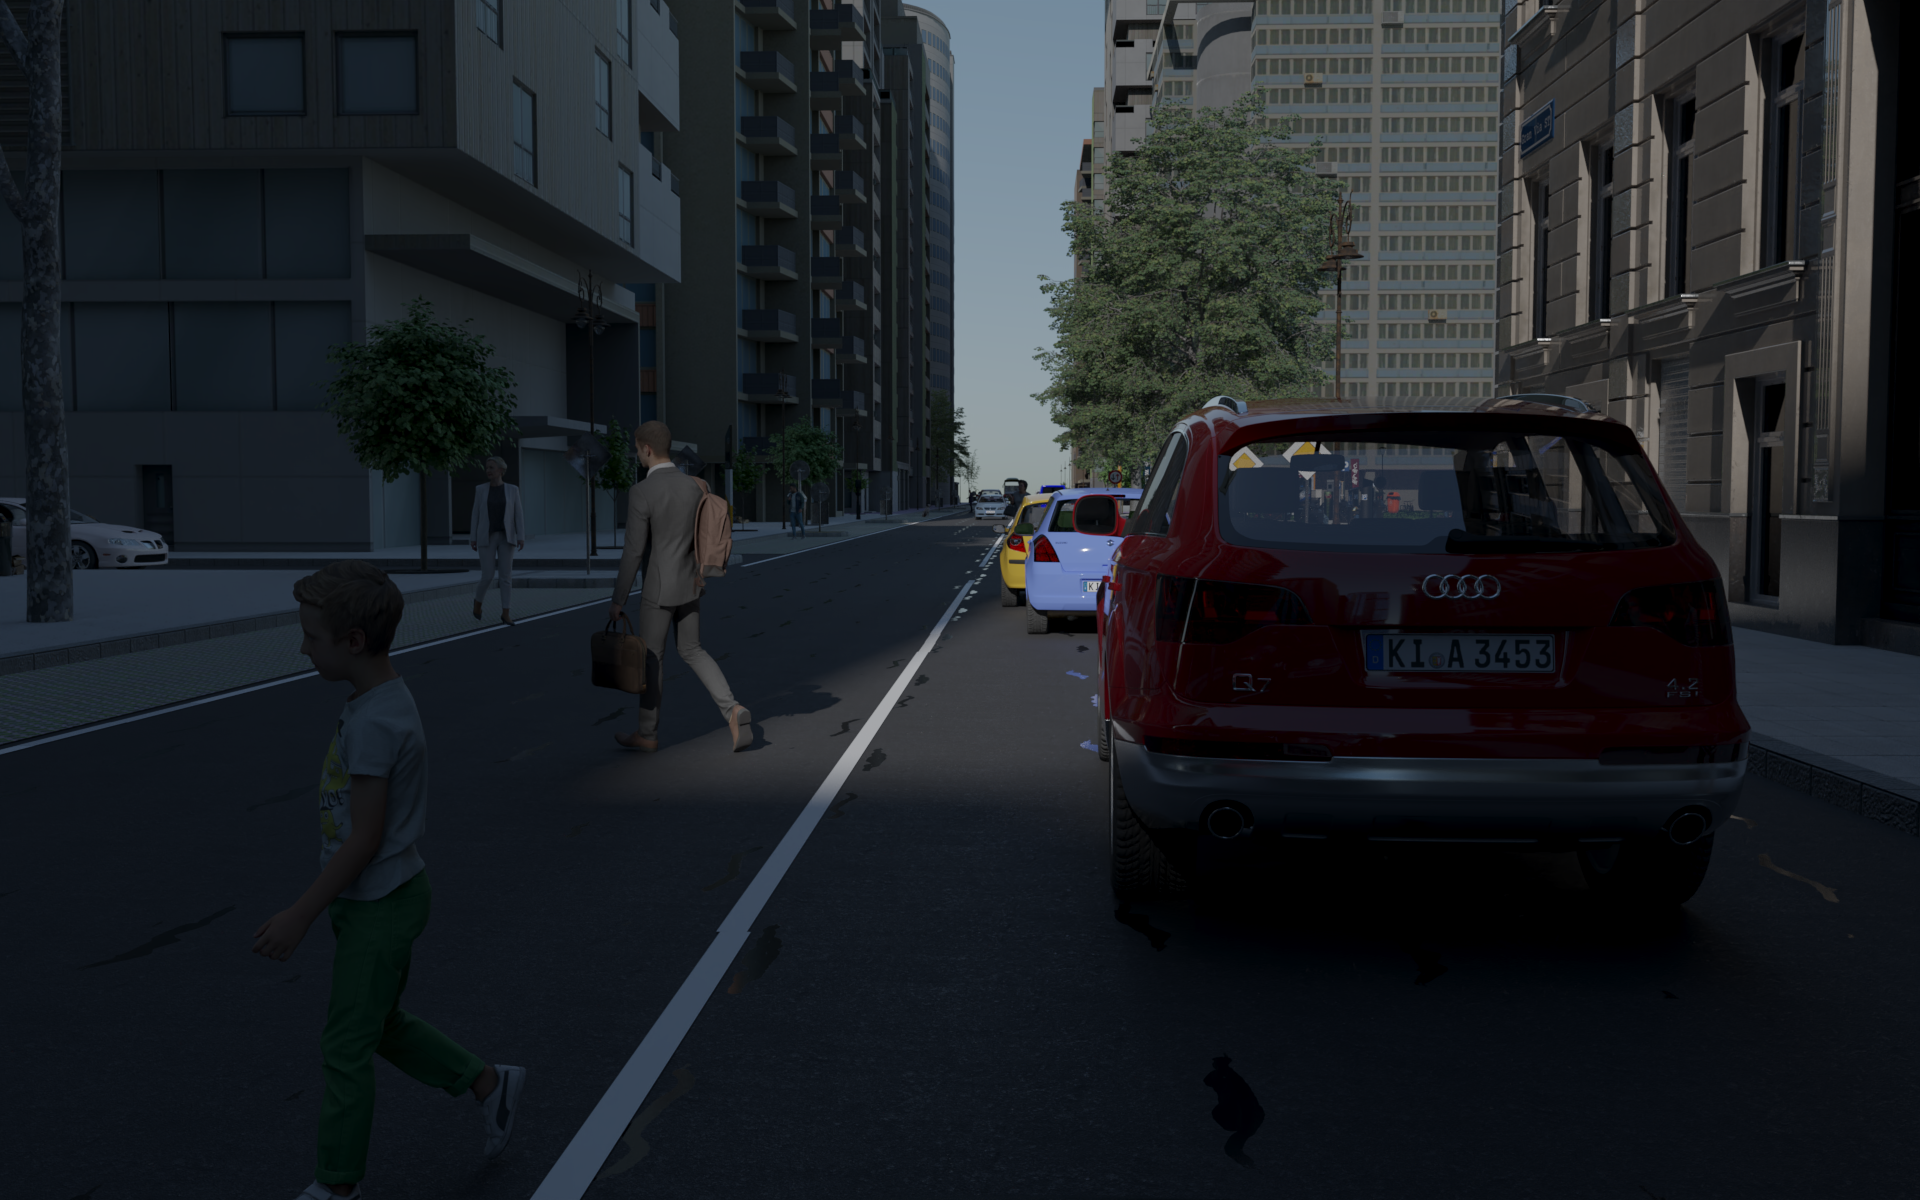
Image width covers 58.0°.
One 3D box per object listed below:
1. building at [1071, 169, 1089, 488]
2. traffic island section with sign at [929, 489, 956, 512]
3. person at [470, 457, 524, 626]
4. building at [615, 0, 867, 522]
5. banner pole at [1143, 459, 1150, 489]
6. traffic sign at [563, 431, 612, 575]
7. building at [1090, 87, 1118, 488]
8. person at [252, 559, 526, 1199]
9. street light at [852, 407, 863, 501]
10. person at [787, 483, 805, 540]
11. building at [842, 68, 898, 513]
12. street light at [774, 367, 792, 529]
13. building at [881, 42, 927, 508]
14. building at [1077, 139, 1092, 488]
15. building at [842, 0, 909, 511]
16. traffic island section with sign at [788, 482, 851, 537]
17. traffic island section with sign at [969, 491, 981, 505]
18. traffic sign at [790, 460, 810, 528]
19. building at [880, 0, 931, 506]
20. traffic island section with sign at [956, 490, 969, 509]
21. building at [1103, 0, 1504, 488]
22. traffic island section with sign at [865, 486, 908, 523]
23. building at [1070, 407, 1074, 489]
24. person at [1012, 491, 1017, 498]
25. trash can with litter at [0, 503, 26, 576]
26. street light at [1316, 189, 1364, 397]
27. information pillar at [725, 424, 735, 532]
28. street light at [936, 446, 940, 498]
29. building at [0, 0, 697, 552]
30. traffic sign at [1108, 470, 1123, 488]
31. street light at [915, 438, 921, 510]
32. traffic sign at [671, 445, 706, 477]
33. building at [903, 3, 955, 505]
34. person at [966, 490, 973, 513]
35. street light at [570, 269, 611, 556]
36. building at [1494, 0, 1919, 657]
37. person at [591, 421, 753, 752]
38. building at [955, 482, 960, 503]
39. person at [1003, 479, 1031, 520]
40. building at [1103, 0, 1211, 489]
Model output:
[{"bbox_3d":[22.345,-35.629,232.640,14.600,45.320,14.200,0,4,2],"label":"building"},{"bbox_3d":[-1.556,-7.719,134.826,1.989,1.847,2.006,0,4,2],"label":"traffic island section with sign"},{"bbox_3d":[-5.118,-0.653,19.062,0.514,1.842,0.818,-3,4,-36],"label":"person"},{"bbox_3d":[-16.655,-26.683,90.894,22.147,44.769,28.867,0,4,2],"label":"building"},{"bbox_3d":[11.703,-7.164,107.141,0.863,3.779,0.401,1,4,20],"label":"banner pole"},{"bbox_3d":[-5.920,-1.462,27.544,0.795,2.450,0.064,0,4,2],"label":"traffic sign"},{"bbox_3d":[20.390,-30.200,177.369,14.154,41.232,14.086,0,4,2],"label":"building"},{"bbox_3d":[-1.138,0.567,3.481,0.590,1.304,0.306,-3,5,-41],"label":"person"},{"bbox_3d":[-5.362,-7.199,90.499,0.468,5.910,1.993,0,4,2],"label":"street light"},{"bbox_3d":[-5.158,-2.783,54.351,0.623,1.781,0.721,1,4,10],"label":"person"},{"bbox_3d":[-11.806,-21.205,118.405,14.160,30.474,14.107,0,4,2],"label":"building"},{"bbox_3d":[-6.409,-5.512,62.904,0.468,5.910,1.993,0,4,2],"label":"street light"},{"bbox_3d":[-10.430,-28.711,153.027,14.154,41.232,14.086,0,4,2],"label":"building"},{"bbox_3d":[25.534,-33.985,210.282,22.147,44.769,28.867,0,4,2],"label":"building"},{"bbox_3d":[-14.551,-42.612,134.950,20.563,71.187,20.611,0,4,2],"label":"building"},{"bbox_3d":[-4.703,-3.036,58.259,1.989,1.847,2.006,0,4,2],"label":"traffic island section with sign"},{"bbox_3d":[1.818,-12.782,217.617,1.989,1.847,2.006,0,4,2],"label":"traffic island section with sign"},{"bbox_3d":[-6.072,-4.007,65.626,0.768,2.556,0.104,0,4,4],"label":"traffic sign"},{"bbox_3d":[-14.156,-33.460,170.780,21.300,48.544,21.600,0,4,2],"label":"building"},{"bbox_3d":[-0.439,-9.411,162.496,1.989,1.847,2.006,0,4,2],"label":"traffic island section with sign"},{"bbox_3d":[27.145,-26.822,130.423,32.217,40.220,23.993,0,4,2],"label":"building"},{"bbox_3d":[-3.584,-4.683,85.191,1.989,1.847,2.006,0,4,2],"label":"traffic island section with sign"},{"bbox_3d":[30.423,-25.047,254.565,27.650,21.520,28.899,0,4,2],"label":"building"},{"bbox_3d":[7.243,-12.953,220.419,1.348,1.807,0.705,-2,4,-24],"label":"person"},{"bbox_3d":[-15.139,-0.968,27.221,0.624,1.170,1.055,-1,4,-10],"label":"trash can with litter"},{"bbox_3d":[5.815,-3.294,26.645,0.468,5.910,1.993,0,4,2],"label":"street light"},{"bbox_3d":[-7.779,-4.096,58.328,0.183,3.616,0.504,-2,4,-28],"label":"information pillar"},{"bbox_3d":[-2.167,-11.885,167.109,0.468,5.910,1.993,0,4,2],"label":"street light"},{"bbox_3d":[-23.573,-28.137,49.286,28.713,52.752,27.495,0,4,2],"label":"building"},{"bbox_3d":[8.112,-5.524,90.422,0.768,2.556,0.104,1,4,11],"label":"traffic sign"},{"bbox_3d":[-3.414,-10.219,139.873,0.468,5.910,1.993,0,4,2],"label":"street light"},{"bbox_3d":[-5.594,-1.950,35.523,0.795,2.450,0.064,0,4,2],"label":"traffic sign"},{"bbox_3d":[-11.789,-40.775,208.676,21.231,58.520,28.212,0,4,2],"label":"building"},{"bbox_3d":[0.755,-7.669,134.337,0.568,1.767,0.683,-2,4,-23],"label":"person"},{"bbox_3d":[-7.601,-3.852,35.776,0.468,5.910,1.993,0,4,2],"label":"street light"},{"bbox_3d":[13.008,-13.180,12.755,12.463,27.353,25.104,0,4,2],"label":"building"},{"bbox_3d":[-1.586,-0.065,9.528,0.822,1.834,0.622,2,4,29],"label":"person"},{"bbox_3d":[-16.413,-34.117,249.700,32.217,40.220,23.993,0,4,2],"label":"building"},{"bbox_3d":[1.364,-2.002,41.589,0.716,1.782,0.532,1,4,18],"label":"person"},{"bbox_3d":[26.882,-34.653,155.807,28.713,52.752,27.495,0,4,2],"label":"building"}]
